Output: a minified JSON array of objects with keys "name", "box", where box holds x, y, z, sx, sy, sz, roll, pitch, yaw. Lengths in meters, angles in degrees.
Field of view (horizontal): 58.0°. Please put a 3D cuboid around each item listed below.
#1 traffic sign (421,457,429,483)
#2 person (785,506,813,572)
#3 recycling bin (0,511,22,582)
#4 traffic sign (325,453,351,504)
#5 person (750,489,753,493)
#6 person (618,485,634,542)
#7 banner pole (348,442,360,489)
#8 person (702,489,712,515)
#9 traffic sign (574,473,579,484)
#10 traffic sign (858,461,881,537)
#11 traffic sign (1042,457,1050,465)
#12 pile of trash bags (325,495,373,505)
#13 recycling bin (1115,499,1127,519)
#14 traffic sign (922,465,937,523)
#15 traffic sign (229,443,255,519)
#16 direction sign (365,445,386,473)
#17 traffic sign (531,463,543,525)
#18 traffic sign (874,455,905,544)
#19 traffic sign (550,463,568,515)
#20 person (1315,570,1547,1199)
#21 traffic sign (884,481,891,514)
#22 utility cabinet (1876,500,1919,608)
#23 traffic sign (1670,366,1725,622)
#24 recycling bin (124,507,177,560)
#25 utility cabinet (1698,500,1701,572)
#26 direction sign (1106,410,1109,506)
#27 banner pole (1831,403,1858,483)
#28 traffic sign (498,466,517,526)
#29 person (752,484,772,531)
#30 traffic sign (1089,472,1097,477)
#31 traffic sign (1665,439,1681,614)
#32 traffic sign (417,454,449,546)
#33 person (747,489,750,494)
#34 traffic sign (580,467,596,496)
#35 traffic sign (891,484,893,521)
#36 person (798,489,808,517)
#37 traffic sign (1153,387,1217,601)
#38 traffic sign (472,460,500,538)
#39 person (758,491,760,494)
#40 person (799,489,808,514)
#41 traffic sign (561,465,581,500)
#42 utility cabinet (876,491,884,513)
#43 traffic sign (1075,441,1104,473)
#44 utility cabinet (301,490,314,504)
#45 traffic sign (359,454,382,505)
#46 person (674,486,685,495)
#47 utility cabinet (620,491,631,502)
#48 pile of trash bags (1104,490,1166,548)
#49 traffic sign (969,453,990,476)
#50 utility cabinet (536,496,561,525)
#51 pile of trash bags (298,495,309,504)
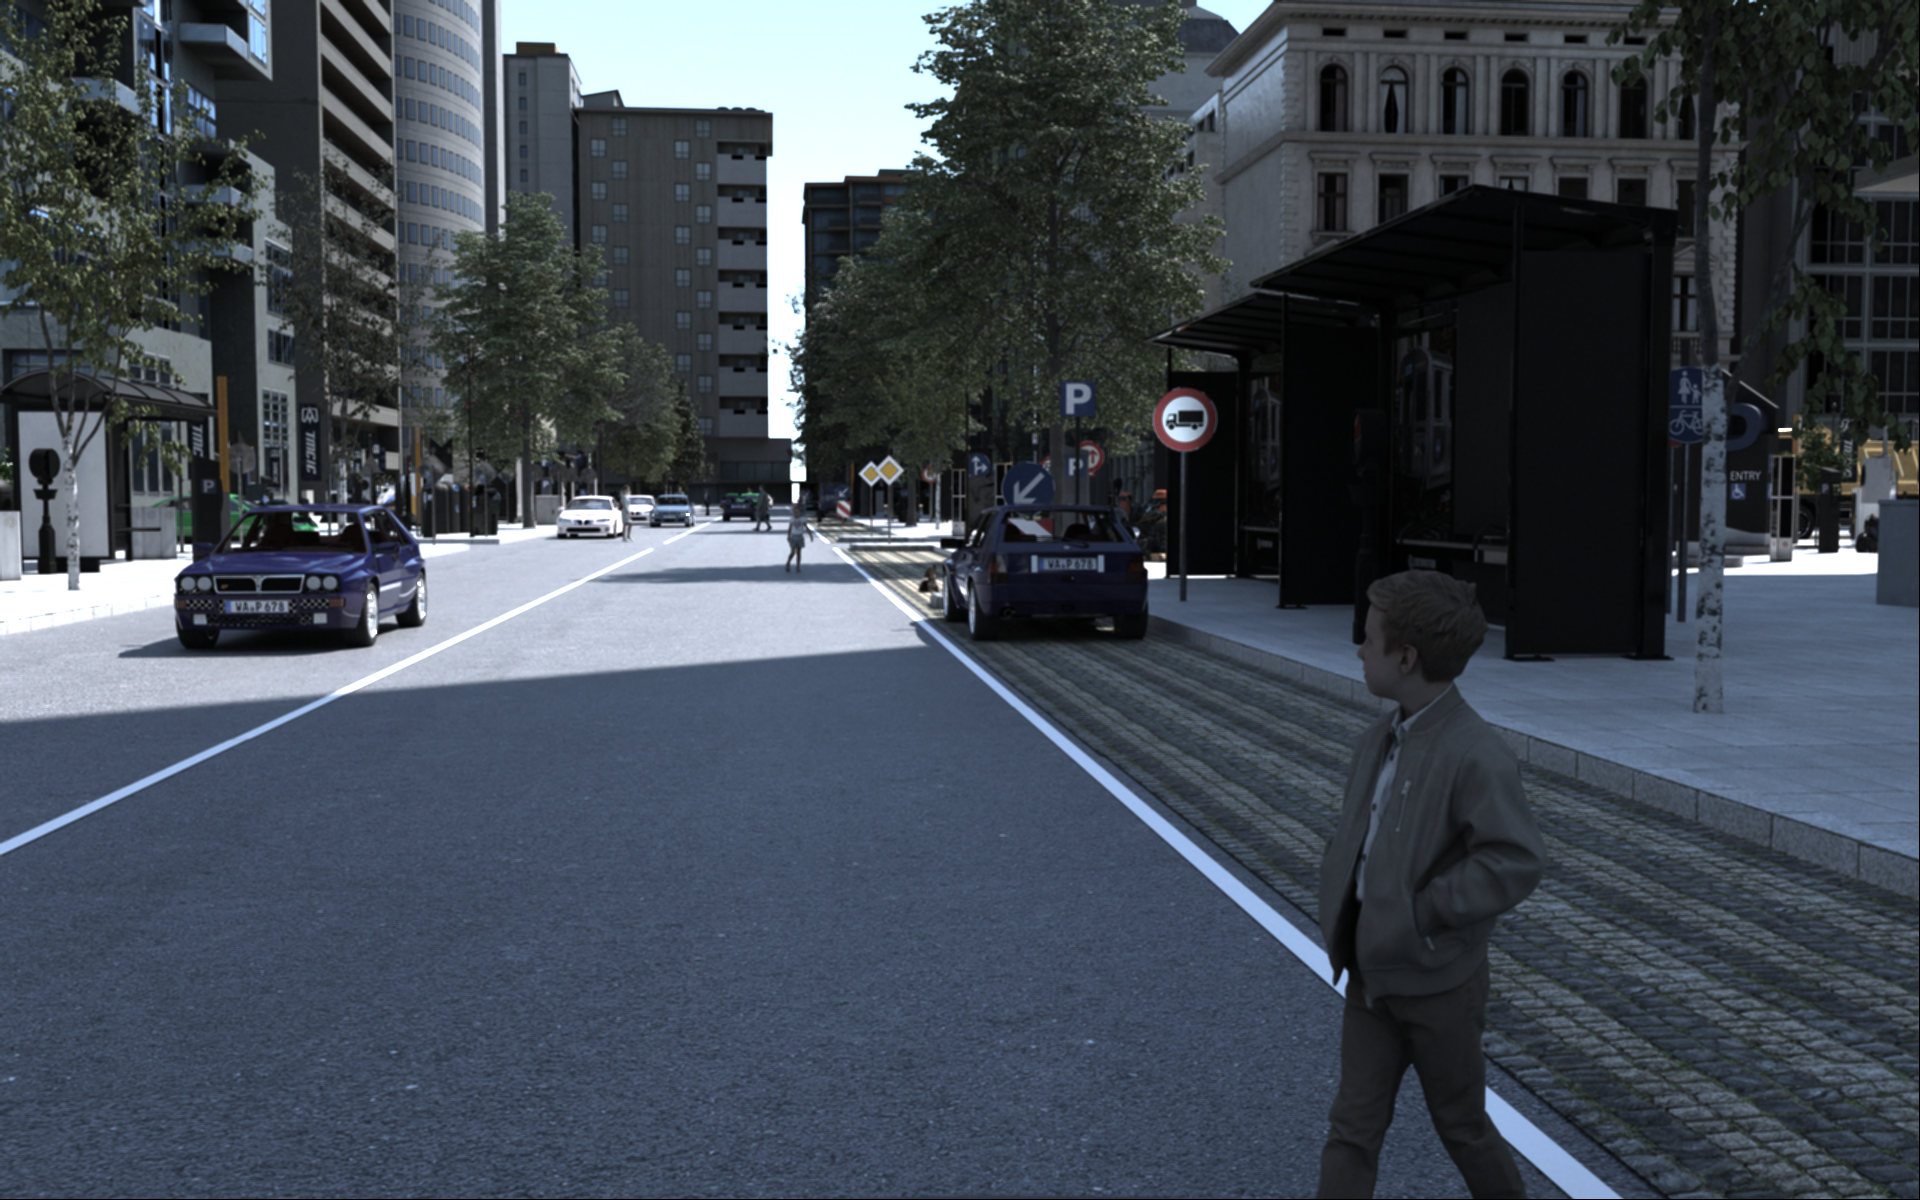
[{"name":"traffic sign","box":[-18.091,-3.595,58.892,0.768,2.556,0.104,0,4,-1]},{"name":"person","box":[-2.959,-1.122,31.856,0.505,1.210,0.382,0,4,-7]},{"name":"recycling bin","box":[-14.374,-0.793,25.517,0.722,1.027,0.722,2,4,30]},{"name":"traffic sign","box":[-18.660,-3.173,51.988,0.768,2.556,0.104,0,4,0]},{"name":"person","box":[-14.186,-6.678,118.025,0.374,1.781,0.599,1,4,13]},{"name":"person","box":[-10.055,-2.607,52.121,0.522,1.701,0.512,-1,4,-15]},{"name":"banner pole","box":[-29.135,-5.711,83.395,0.401,3.779,0.863,3,5,40]},{"name":"person","box":[-17.003,-6.562,116.190,0.661,1.777,0.834,1,4,17]},{"name":"traffic sign","box":[-19.894,-5.550,90.749,0.884,2.594,0.081,0,4,3]},{"name":"traffic sign","box":[-2.672,-2.969,52.185,0.795,2.450,0.064,0,4,-6]},{"name":"traffic sign","box":[3.092,-3.604,59.029,0.768,2.556,0.104,0,4,3]},{"name":"pile of trash bags","box":[-26.710,-4.092,76.663,3.447,1.369,1.912,2,4,30]},{"name":"recycling bin","box":[8.331,-4.793,90.924,0.722,1.027,0.722,-1,4,-11]},{"name":"traffic sign","box":[-1.306,-4.668,76.425,0.768,2.556,0.104,0,4,-1]},{"name":"traffic sign","box":[-18.052,-2.650,43.436,0.768,2.556,0.104,0,4,-1]},{"name":"direction sign","box":[-26.870,-5.364,79.704,0.876,3.537,0.379,-1,4,-20]},{"name":"traffic sign","box":[-17.734,-4.401,72.063,0.768,2.556,0.104,0,4,-6]},{"name":"traffic sign","box":[-1.808,-2.483,44.246,0.795,2.450,0.064,0,4,-6]},{"name":"traffic sign","box":[-16.414,-4.332,70.935,0.768,2.556,0.104,0,4,3]},{"name":"person","box":[0.800,0.599,2.975,0.640,1.303,0.475,-2,4,-35]},{"name":"traffic sign","box":[-4.342,-6.576,107.628,0.768,2.556,0.104,0,4,3]},{"name":"utility cabinet","box":[10.916,-0.521,19.677,0.306,1.237,1.020,-1,4,-13]},{"name":"traffic sign","box":[7.252,-1.054,17.334,0.768,2.556,0.104,0,4,-1]},{"name":"recycling bin","box":[-16.011,-1.327,34.247,0.722,1.027,0.722,2,4,34]},{"name":"utility cabinet","box":[12.153,-1.033,28.059,0.306,1.237,1.020,2,4,26]},{"name":"direction sign","box":[3.786,-3.206,44.423,0.379,3.537,0.876,0,4,8]},{"name":"banner pole","box":[24.279,-3.529,47.717,0.863,3.779,0.401,3,4,36]},{"name":"traffic sign","box":[-18.354,-4.223,70.235,0.795,2.450,0.064,0,4,-5]},{"name":"person","box":[-7.752,-3.617,67.735,0.767,1.812,0.694,1,4,8]},{"name":"traffic sign","box":[3.847,-3.325,54.373,0.884,2.594,0.081,0,4,-5]},{"name":"traffic sign","box":[7.605,-1.128,18.548,0.768,2.556,0.104,0,4,-5]},{"name":"traffic sign","box":[-13.088,-2.410,43.043,0.795,2.450,0.064,0,4,-6]},{"name":"person","box":[-13.675,-6.341,112.408,0.478,1.798,0.641,1,4,11]},{"name":"traffic sign","box":[-17.739,-5.050,82.673,0.768,2.556,0.104,0,4,-4]},{"name":"traffic sign","box":[-3.198,-4.996,81.783,0.768,2.556,0.104,0,4,1]},{"name":"person","box":[-8.232,-4.970,90.602,0.563,1.720,0.643,-3,4,-36]},{"name":"traffic sign","box":[2.678,-1.260,20.699,0.768,2.556,0.104,0,4,2]},{"name":"traffic sign","box":[-13.952,-2.895,50.982,0.795,2.450,0.064,0,4,-6]},{"name":"person","box":[-18.611,-9.274,160.794,0.551,1.740,0.621,3,5,42]},{"name":"person","box":[-11.352,-7.158,125.553,0.660,1.820,0.620,-1,4,-13]},{"name":"traffic sign","box":[-17.258,-4.704,76.908,0.884,2.594,0.081,0,4,0]},{"name":"utility cabinet","box":[-5.793,-6.698,118.193,1.173,1.500,0.318,0,4,1]},{"name":"traffic sign","box":[3.063,-2.534,41.538,0.768,2.556,0.104,0,4,-3]},{"name":"utility cabinet","box":[-37.802,-5.606,100.336,0.318,1.500,1.173,0,4,-2]},{"name":"traffic sign","box":[-18.949,-3.408,55.722,0.884,2.594,0.081,0,3,0]},{"name":"person","box":[-14.026,-4.765,86.514,0.694,1.812,0.767,-1,4,-23]},{"name":"utility cabinet","box":[-20.959,-6.104,108.485,0.318,1.500,1.173,0,4,6]},{"name":"pile of trash bags","box":[3.950,-1.683,37.273,1.912,1.369,3.447,1,4,22]},{"name":"traffic sign","box":[0.564,-3.315,54.309,0.768,2.556,0.104,0,4,3]},{"name":"utility cabinet","box":[-16.948,-3.680,71.335,1.020,1.237,0.306,-1,4,-14]},{"name":"pile of trash bags","box":[-37.360,-5.324,96.793,1.912,1.369,3.447,-2,4,-26]}]
